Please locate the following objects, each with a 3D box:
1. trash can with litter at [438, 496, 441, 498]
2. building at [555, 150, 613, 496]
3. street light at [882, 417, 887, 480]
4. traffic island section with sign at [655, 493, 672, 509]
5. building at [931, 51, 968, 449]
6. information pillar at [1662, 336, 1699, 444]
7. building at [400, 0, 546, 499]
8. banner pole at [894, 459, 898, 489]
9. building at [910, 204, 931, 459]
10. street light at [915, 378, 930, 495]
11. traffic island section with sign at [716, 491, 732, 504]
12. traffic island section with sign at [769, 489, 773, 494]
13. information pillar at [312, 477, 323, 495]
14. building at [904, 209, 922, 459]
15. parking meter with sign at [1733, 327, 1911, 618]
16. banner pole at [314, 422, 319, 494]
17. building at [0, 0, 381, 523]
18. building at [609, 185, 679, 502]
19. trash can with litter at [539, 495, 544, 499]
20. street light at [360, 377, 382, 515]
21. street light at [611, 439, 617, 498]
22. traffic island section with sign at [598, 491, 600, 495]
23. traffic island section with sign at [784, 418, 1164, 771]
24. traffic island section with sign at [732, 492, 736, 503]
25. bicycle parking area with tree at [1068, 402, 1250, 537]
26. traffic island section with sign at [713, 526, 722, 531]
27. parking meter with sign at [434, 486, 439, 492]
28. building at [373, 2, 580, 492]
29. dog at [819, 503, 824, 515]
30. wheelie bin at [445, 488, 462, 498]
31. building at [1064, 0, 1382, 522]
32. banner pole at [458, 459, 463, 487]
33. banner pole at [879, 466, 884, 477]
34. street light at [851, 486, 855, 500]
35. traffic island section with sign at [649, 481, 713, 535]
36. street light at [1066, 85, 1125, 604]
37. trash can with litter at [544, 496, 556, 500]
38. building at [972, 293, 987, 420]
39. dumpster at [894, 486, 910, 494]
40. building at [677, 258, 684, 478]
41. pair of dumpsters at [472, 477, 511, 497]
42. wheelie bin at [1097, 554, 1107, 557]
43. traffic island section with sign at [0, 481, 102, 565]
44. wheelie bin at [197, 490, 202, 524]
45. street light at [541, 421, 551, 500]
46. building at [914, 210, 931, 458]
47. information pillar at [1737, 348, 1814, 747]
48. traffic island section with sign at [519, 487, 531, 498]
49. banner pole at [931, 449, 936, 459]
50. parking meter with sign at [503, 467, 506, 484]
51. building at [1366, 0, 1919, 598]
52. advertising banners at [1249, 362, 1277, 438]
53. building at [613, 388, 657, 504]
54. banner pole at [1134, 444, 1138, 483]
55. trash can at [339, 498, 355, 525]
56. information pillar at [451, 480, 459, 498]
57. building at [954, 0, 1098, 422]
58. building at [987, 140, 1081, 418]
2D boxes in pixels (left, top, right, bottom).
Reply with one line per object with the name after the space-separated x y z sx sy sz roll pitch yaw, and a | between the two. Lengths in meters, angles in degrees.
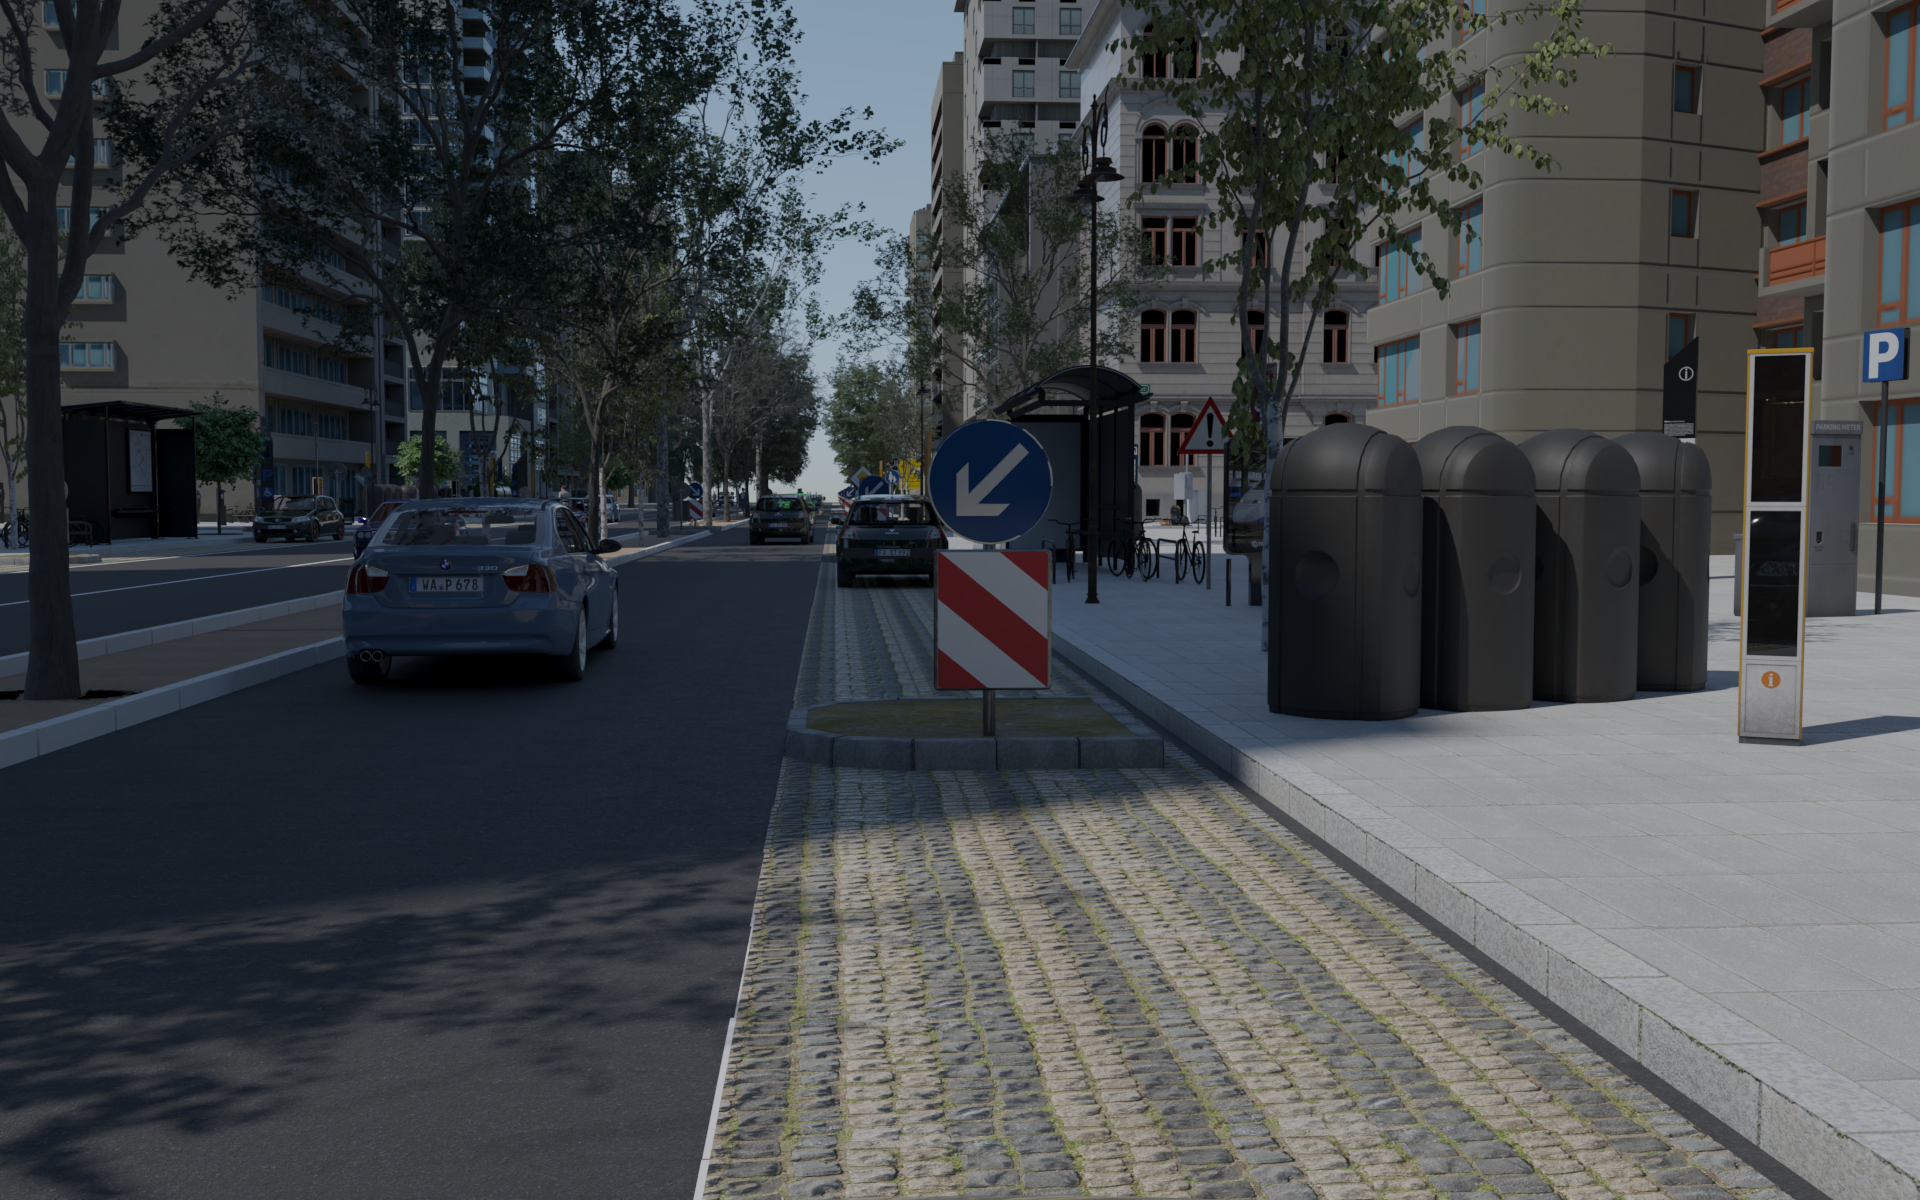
-26.633 -4.702 88.273 0.624 1.170 1.055 0 4 -5 | trash can with litter
-48.292 -31.594 200.150 14.154 41.232 14.086 0 4 -4 | building
-4.387 -7.948 102.732 0.468 5.910 1.993 0 4 -4 | street light
-28.463 -9.744 167.936 1.989 1.847 2.006 0 4 -4 | traffic island section with sign
8.100 -34.502 187.810 21.300 48.544 21.600 0 4 -4 | building
10.748 -2.111 25.865 0.504 3.616 0.183 3 4 37 | information pillar
-49.462 -51.527 155.142 22.319 86.520 31.000 0 4 -4 | building
-3.757 -7.186 107.513 0.863 3.779 0.401 -2 4 -27 | banner pole
-0.495 -37.684 266.238 14.600 45.320 14.200 0 4 -4 | building
-1.339 -5.404 61.139 0.468 5.910 1.993 0 4 -4 | street light
-34.425 -14.783 250.324 1.989 1.847 2.006 0 4 -4 | traffic island section with sign
-15.884 -8.283 143.568 2.006 1.907 1.989 0 4 -4 | traffic island section with sign
-28.264 -4.389 76.244 0.304 2.012 0.304 1 4 13 | information pillar
2.074 -40.954 289.200 23.786 49.044 30.456 0 4 -4 | building
9.007 -1.340 18.174 1.738 3.016 0.543 -1 4 -16 | parking meter with sign
-22.351 -4.295 60.239 0.401 3.779 0.863 -1 4 -23 | banner pole
-43.189 -28.341 87.084 21.300 48.544 21.600 0 4 -4 | building
-56.155 -39.704 272.864 21.300 48.544 21.600 0 4 -4 | building
-28.384 -6.564 118.370 1.678 1.210 2.233 0 4 6 | trash can with litter
-23.328 -5.867 68.716 0.468 5.910 1.993 0 4 -4 | street light
-28.875 -10.503 144.508 0.468 5.910 1.993 0 4 -4 | street light
-24.844 -6.685 117.922 1.989 1.847 2.006 0 4 -4 | traffic island section with sign
0.002 -0.076 9.870 1.989 1.847 2.006 0 4 -4 | traffic island section with sign
-36.386 -16.427 277.208 1.989 1.847 2.006 0 4 -4 | traffic island section with sign
6.069 -4.033 52.939 8.231 4.147 9.016 1 4 12 | bicycle parking area with tree
-10.445 -3.700 68.626 2.006 1.907 1.989 0 4 -4 | traffic island section with sign
-32.114 -6.651 104.998 1.738 3.016 0.543 3 4 39 | parking meter with sign
-51.252 -45.447 181.305 20.563 71.187 20.611 0 4 -4 | building
-9.696 -6.318 120.140 0.513 0.831 0.800 2 4 35 | dog
-27.138 -5.197 92.880 0.980 1.594 0.693 0 4 -2 | wheelie bin
17.691 -18.159 84.286 23.554 28.519 14.401 0 4 -4 | building
-35.957 -8.234 124.645 0.863 3.779 0.401 3 5 43 | banner pole
-6.062 -9.029 137.641 0.863 3.779 0.401 -2 4 -34 | banner pole
-18.994 -20.218 303.345 0.468 5.910 1.993 0 4 -4 | street light
-9.920 -3.248 61.238 2.006 1.907 1.989 0 4 -4 | traffic island section with sign
1.555 -2.899 20.182 0.468 5.910 1.993 0 4 -4 | street light
-26.880 -6.235 113.326 0.624 1.170 1.055 2 4 34 | trash can with litter
6.643 -16.599 136.021 10.561 19.102 19.286 0 4 -4 | building
-3.239 -6.255 104.760 1.502 2.255 1.985 0 4 -4 | dumpster
-54.174 -37.171 291.346 14.154 41.232 14.086 0 4 -4 | building
-26.867 -5.917 99.229 1.574 2.255 4.437 0 4 -4 | pair of dumpsters
3.048 -1.673 35.265 0.693 1.594 0.980 0 4 6 | wheelie bin
-18.877 -1.649 35.592 1.989 1.847 2.006 0 4 -4 | traffic island section with sign
-33.097 -4.078 74.582 0.693 1.594 0.980 1 4 22 | wheelie bin
-26.277 -8.393 110.013 0.468 5.910 1.993 0 4 -4 | street light
0.343 -34.731 251.444 14.154 41.232 14.086 0 4 -4 | building
4.197 -0.271 8.920 0.304 2.012 0.304 2 4 25 | information pillar
-22.894 -5.040 91.038 1.989 1.847 2.006 0 4 -4 | traffic island section with sign
-1.064 -5.724 83.604 0.863 3.779 0.401 1 4 10 | banner pole
-28.017 -6.950 109.887 1.738 3.016 0.543 0 4 -6 | parking meter with sign
25.074 -11.304 29.863 27.650 21.520 28.899 0 4 -4 | building
4.499 -1.616 22.615 0.090 3.025 2.074 -3 4 -36 | advertising banners
-58.037 -24.624 247.640 27.650 21.520 28.899 0 4 -4 | building
7.450 -5.258 75.979 0.863 3.779 0.401 2 4 34 | banner pole
-25.471 -3.685 71.903 0.748 1.137 0.748 0 3 0 | trash can
-26.609 -5.311 91.320 0.304 2.012 0.304 0 4 5 | information pillar
14.662 -35.090 162.965 28.713 52.752 27.495 0 4 -4 | building
9.896 -17.879 111.396 14.314 24.678 30.058 0 4 -4 | building
